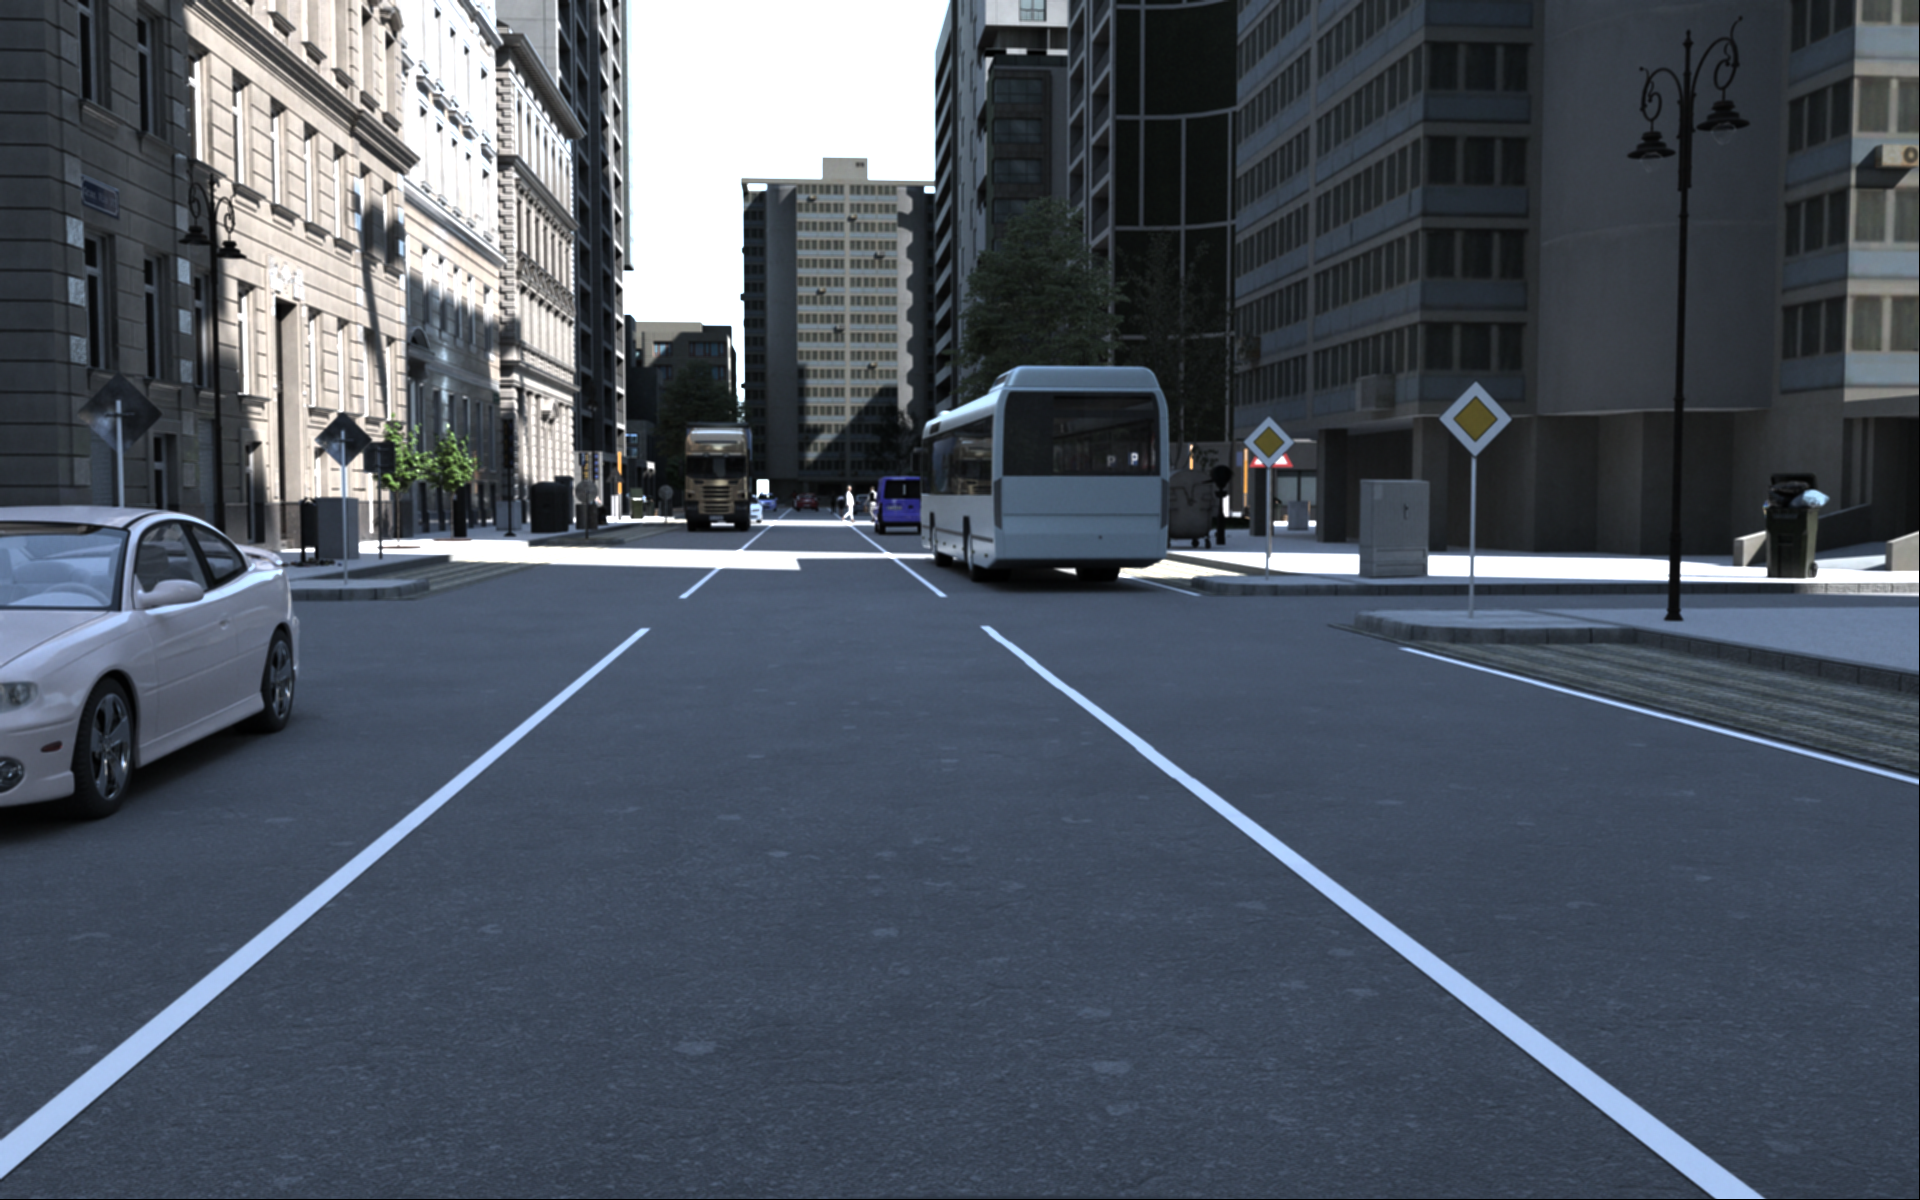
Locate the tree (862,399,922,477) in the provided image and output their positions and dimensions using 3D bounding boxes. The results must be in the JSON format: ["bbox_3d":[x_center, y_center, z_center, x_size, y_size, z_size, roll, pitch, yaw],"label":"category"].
[{"bbox_3d":[-6.153,-14.433,170.384,7.601,10.594,8.767,0,4,-7],"label":"tree"}]

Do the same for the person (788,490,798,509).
[{"bbox_3d":[-16.227,-9.884,170.044,1.348,1.831,0.705,0,4,5],"label":"person"}]

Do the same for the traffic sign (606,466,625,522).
[{"bbox_3d":[-15.787,-4.852,79.327,0.884,2.594,0.081,0,4,1],"label":"traffic sign"}]

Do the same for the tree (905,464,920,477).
[{"bbox_3d":[-2.804,-9.594,140.573,4.285,4.588,4.351,0,3,0],"label":"tree"}]

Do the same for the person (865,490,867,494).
[{"bbox_3d":[-8.036,-8.442,147.211,1.217,1.739,0.721,2,4,34],"label":"person"}]

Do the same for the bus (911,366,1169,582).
[{"bbox_3d":[1.030,-2.242,31.513,2.948,3.499,13.247,0,4,-6],"label":"bus"}]

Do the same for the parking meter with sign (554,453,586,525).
[{"bbox_3d":[-16.692,-4.694,73.014,1.738,3.016,0.543,1,4,9],"label":"parking meter with sign"}]

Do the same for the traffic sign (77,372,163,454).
[{"bbox_3d":[-8.055,-0.883,16.624,0.795,2.593,0.064,0,4,-5],"label":"traffic sign"}]

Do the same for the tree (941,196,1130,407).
[{"bbox_3d":[3.000,-9.086,66.678,7.486,12.596,7.792,0,3,0],"label":"tree"}]

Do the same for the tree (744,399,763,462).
[{"bbox_3d":[-23.324,-15.543,172.262,7.486,12.596,7.792,0,3,0],"label":"tree"}]

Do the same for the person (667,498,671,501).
[{"bbox_3d":[-20.973,-7.216,123.886,0.599,1.838,0.709,-1,4,-11],"label":"person"}]

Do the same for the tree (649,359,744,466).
[{"bbox_3d":[-22.421,-13.929,145.867,7.486,12.596,7.792,0,3,0],"label":"tree"}]

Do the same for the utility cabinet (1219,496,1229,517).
[{"bbox_3d":[11.492,-3.929,75.397,0.306,1.237,1.020,0,4,1],"label":"utility cabinet"}]

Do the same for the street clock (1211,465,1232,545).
[{"bbox_3d":[6.594,-2.397,43.760,0.471,2.002,0.358,0,4,-7],"label":"street clock"}]

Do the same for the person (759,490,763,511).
[{"bbox_3d":[-16.960,-8.510,148.091,0.683,1.767,0.568,2,4,30],"label":"person"}]

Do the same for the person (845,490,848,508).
[{"bbox_3d":[-11.451,-10.286,176.541,0.709,1.838,0.599,0,4,-1],"label":"person"}]

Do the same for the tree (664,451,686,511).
[{"bbox_3d":[-20.783,-8.981,130.551,4.285,4.588,4.351,0,3,0],"label":"tree"}]

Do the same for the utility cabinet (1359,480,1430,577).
[{"bbox_3d":[6.699,-1.101,26.673,1.173,1.500,0.318,-2,4,-31],"label":"utility cabinet"}]

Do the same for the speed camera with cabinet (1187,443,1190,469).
[{"bbox_3d":[9.000,-4.473,67.471,0.660,3.252,2.038,2,4,31],"label":"speed camera with cabinet"}]

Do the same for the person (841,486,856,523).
[{"bbox_3d":[-5.570,-4.766,86.297,0.818,1.842,0.514,-1,4,-20],"label":"person"}]

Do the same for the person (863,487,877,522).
[{"bbox_3d":[-4.472,-4.849,87.900,0.853,1.813,0.709,3,5,44],"label":"person"}]

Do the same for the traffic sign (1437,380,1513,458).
[{"bbox_3d":[5.291,-0.953,17.764,0.795,2.593,0.064,0,4,-5],"label":"traffic sign"}]

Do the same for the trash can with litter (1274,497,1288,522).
[{"bbox_3d":[14.897,-4.254,80.938,1.055,1.170,0.624,-2,4,-32],"label":"trash can with litter"}]

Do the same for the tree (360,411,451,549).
[{"bbox_3d":[-13.359,-2.826,40.804,1.663,3.219,1.824,0,3,0],"label":"tree"}]

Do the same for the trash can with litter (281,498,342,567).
[{"bbox_3d":[-11.878,-1.211,30.856,1.678,1.210,2.233,0,4,6],"label":"trash can with litter"}]

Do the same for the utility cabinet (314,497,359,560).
[{"bbox_3d":[-12.327,-1.414,34.287,1.020,1.237,0.306,2,4,34],"label":"utility cabinet"}]

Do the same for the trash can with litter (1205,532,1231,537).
[{"bbox_3d":[7.022,-2.489,51.754,2.233,1.210,1.678,0,4,2],"label":"trash can with litter"}]

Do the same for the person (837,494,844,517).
[{"bbox_3d":[-7.408,-5.910,108.313,0.628,1.438,0.799,-3,4,-36],"label":"person"}]

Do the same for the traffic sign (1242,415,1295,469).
[{"bbox_3d":[4.596,-1.439,25.719,0.795,2.593,0.064,0,4,-5],"label":"traffic sign"}]

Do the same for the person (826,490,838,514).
[{"bbox_3d":[-9.377,-7.235,127.506,1.217,1.735,0.721,2,4,33],"label":"person"}]

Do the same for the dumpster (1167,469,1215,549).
[{"bbox_3d":[5.256,-2.154,40.972,1.264,1.857,1.865,0,4,-5],"label":"dumpster"}]

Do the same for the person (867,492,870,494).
[{"bbox_3d":[-7.587,-8.191,143.885,0.415,1.643,0.593,-1,4,-22],"label":"person"}]

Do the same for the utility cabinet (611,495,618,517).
[{"bbox_3d":[-19.290,-5.261,97.183,0.306,1.237,1.020,0,4,6],"label":"utility cabinet"}]

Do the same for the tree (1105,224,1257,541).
[{"bbox_3d":[5.897,-5.920,47.156,4.360,8.622,3.978,0,3,0],"label":"tree"}]

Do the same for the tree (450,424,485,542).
[{"bbox_3d":[-13.963,-3.208,47.056,1.663,3.219,1.824,0,3,0],"label":"tree"}]

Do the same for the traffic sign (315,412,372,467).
[{"bbox_3d":[-8.749,-1.369,24.579,0.795,2.593,0.064,0,4,-5],"label":"traffic sign"}]

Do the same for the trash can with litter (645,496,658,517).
[{"bbox_3d":[-17.506,-5.299,98.032,0.624,1.170,1.055,1,4,15],"label":"trash can with litter"}]

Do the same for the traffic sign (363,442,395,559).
[{"bbox_3d":[-11.418,-1.954,34.081,0.606,2.300,0.079,0,4,-5],"label":"traffic sign"}]

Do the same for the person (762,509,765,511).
[{"bbox_3d":[-16.947,-8.452,149.928,0.697,1.427,0.421,2,4,31],"label":"person"}]

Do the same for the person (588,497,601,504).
[{"bbox_3d":[-18.017,-4.798,85.156,0.731,1.740,0.598,0,4,2],"label":"person"}]

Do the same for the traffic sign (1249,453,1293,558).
[{"bbox_3d":[6.194,-2.114,34.562,0.884,2.594,0.081,0,4,-2],"label":"traffic sign"}]

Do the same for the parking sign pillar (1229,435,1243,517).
[{"bbox_3d":[12.697,-5.593,79.912,1.447,3.967,1.447,0,4,1],"label":"parking sign pillar"}]
